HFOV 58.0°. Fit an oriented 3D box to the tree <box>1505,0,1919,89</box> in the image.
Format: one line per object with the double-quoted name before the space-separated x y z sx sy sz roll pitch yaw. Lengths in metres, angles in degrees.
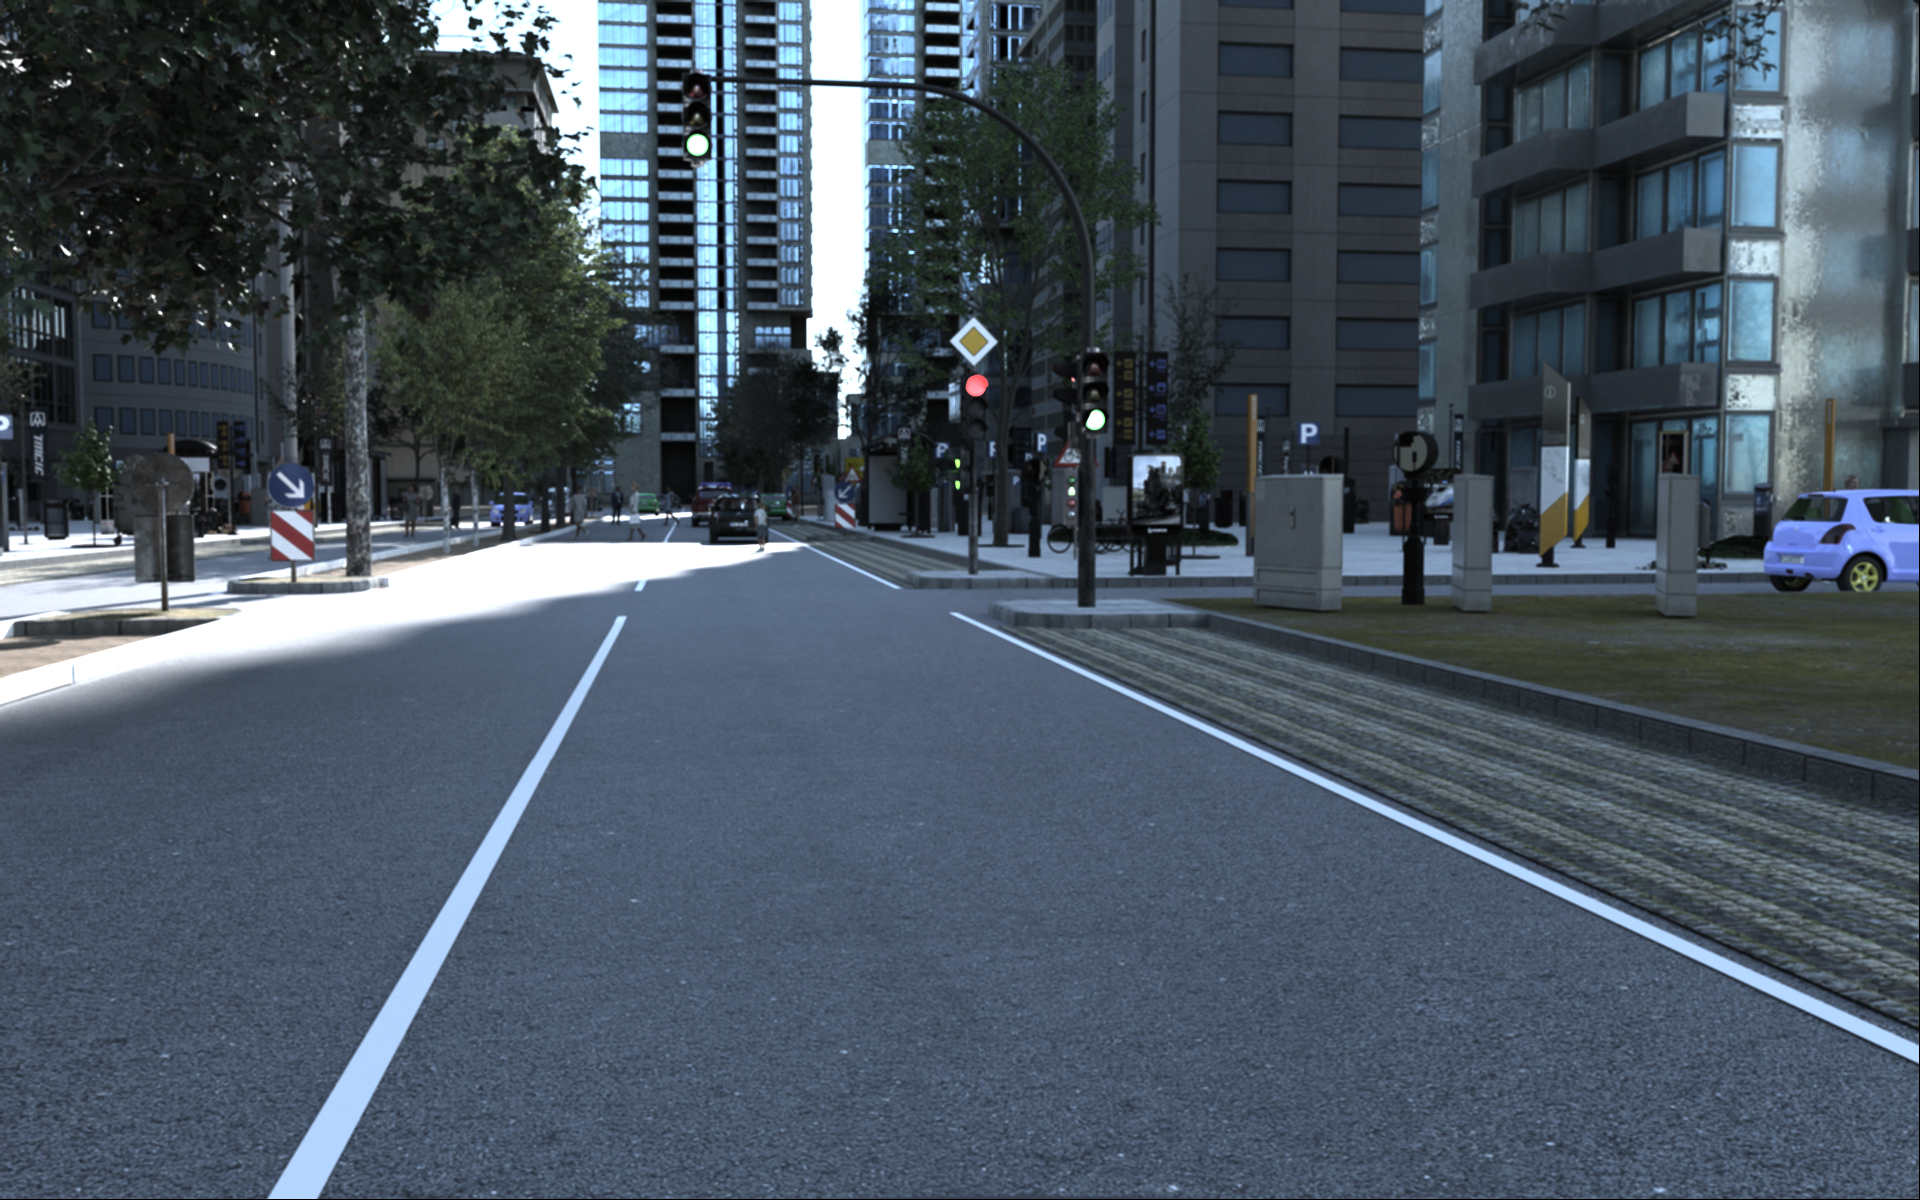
"tree" 5.609 -5.955 7.733 12.009 13.543 11.850 0 3 0

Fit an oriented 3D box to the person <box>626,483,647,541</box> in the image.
"person" -9.933 -2.705 53.076 0.624 1.780 0.694 -1 4 -8

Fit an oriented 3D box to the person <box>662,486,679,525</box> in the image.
"person" -13.335 -4.345 79.631 0.778 1.811 0.616 -1 4 -20

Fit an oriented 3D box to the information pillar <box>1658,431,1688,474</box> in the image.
"information pillar" 8.349 -0.968 20.321 0.304 2.012 0.304 2 4 25

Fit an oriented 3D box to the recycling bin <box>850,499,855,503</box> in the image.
"recycling bin" -5.983 -5.245 98.309 0.722 1.027 0.722 1 4 15

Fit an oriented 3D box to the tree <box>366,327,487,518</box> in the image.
"tree" -28.456 -9.588 91.176 7.601 10.594 8.767 0 4 -7

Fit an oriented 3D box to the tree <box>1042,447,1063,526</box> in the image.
"tree" 4.155 -4.642 70.493 1.663 3.219 1.824 0 3 0

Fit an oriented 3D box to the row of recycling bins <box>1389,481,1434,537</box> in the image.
"row of recycling bins" 14.131 -2.756 52.167 1.069 1.692 3.534 -1 4 -17

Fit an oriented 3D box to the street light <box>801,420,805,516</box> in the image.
"street light" -9.279 -7.888 101.751 0.468 5.910 1.993 -1 4 -9

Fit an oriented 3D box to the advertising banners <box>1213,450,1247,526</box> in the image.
"advertising banners" 10.595 -4.430 68.617 2.074 3.025 0.090 -1 4 -9

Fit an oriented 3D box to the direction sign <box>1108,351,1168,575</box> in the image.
"direction sign" 2.874 -2.177 27.587 0.876 3.537 0.379 -1 4 -9

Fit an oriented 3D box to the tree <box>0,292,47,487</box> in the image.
"tree" -31.558 -6.458 55.953 4.360 8.622 3.978 0 3 0

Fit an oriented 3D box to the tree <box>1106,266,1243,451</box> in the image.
"tree" 6.997 -6.445 55.736 4.360 8.622 3.978 0 3 0

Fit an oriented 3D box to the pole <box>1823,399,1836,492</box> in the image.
"pole" 18.677 -2.654 37.236 0.158 3.312 0.155 0 3 0

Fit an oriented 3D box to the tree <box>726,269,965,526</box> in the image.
"tree" -3.725 -8.261 69.474 7.601 10.594 8.767 3 4 37

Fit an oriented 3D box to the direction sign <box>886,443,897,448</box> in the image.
"direction sign" -3.117 -5.224 77.409 0.379 3.537 0.876 3 5 39

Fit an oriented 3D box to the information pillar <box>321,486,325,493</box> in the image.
"information pillar" -34.585 -6.257 93.654 0.183 3.616 0.504 2 4 28

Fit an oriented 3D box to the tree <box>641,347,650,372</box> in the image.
"tree" -17.039 -9.335 73.218 7.486 12.596 7.792 0 3 0

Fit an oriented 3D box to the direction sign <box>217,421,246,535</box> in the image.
"direction sign" -22.695 -3.793 54.013 0.876 3.537 0.379 0 3 0

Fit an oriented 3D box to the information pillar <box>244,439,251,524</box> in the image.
"information pillar" -30.210 -5.021 73.443 0.504 3.616 0.183 3 5 42

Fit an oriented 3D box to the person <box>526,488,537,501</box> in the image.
"person" -30.017 -6.856 120.584 0.705 1.826 1.348 2 4 33

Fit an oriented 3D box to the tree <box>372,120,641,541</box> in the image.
"tree" -13.958 -8.097 52.966 7.486 12.596 7.792 0 3 0

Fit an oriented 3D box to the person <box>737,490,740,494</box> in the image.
"person" -21.931 -10.008 172.231 0.705 1.812 1.348 3 5 42

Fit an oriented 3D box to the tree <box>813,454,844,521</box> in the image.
"tree" -6.292 -5.452 83.743 1.663 3.219 1.824 0 3 0

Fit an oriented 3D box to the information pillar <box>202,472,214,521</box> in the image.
"information pillar" -24.708 -3.202 56.851 0.304 2.012 0.304 2 4 26

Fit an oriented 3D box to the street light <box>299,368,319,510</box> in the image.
"street light" -23.943 -5.570 63.856 0.468 5.910 1.993 -1 4 -9

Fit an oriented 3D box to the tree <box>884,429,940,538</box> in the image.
"tree" -1.176 -3.472 51.375 1.663 3.219 1.824 0 3 0

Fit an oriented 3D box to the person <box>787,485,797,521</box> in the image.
"person" -7.857 -4.492 81.722 0.659 1.850 0.755 -3 4 -37

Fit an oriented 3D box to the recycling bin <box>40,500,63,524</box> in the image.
"recycling bin" -39.046 -3.785 74.434 0.722 1.027 0.722 -3 5 -44

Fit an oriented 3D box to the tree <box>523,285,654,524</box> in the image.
"tree" -18.502 -9.472 83.087 9.928 11.665 9.643 0 3 0

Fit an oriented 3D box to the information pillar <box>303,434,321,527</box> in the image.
"information pillar" -25.277 -4.648 67.352 0.504 3.616 0.183 1 4 13

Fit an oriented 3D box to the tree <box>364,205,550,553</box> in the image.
"tree" -12.267 -5.403 41.163 4.737 8.622 4.395 0 3 0

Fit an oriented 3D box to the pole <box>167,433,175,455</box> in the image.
"pole" -26.389 -3.925 58.016 0.158 3.312 0.155 0 3 0

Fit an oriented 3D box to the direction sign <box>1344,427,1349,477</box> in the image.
"direction sign" 13.188 -4.108 59.165 0.379 3.537 0.876 1 4 20

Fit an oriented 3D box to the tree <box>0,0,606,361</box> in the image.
"tree" -7.560 -5.677 12.279 9.611 12.733 9.660 0 3 0

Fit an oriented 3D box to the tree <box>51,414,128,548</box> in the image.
"tree" -20.902 -2.897 41.968 1.663 3.219 1.824 0 3 0

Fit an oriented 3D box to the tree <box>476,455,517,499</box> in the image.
"tree" -36.387 -9.330 136.260 4.285 4.588 4.351 0 3 0

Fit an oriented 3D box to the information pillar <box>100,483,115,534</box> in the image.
"information pillar" -27.264 -3.112 55.378 0.304 2.012 0.304 1 4 19

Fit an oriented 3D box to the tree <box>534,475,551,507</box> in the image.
"tree" -42.076 -11.015 174.697 1.663 3.219 1.824 0 3 0

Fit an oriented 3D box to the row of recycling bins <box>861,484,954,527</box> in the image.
"row of recycling bins" -2.170 -3.768 68.714 3.534 1.692 1.069 -1 4 -8

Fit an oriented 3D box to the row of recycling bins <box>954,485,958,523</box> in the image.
"row of recycling bins" -0.462 -4.285 77.171 1.069 1.692 3.534 -2 4 -26

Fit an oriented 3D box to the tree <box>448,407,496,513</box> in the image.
"tree" -33.475 -10.324 119.159 4.360 8.622 3.978 0 3 0

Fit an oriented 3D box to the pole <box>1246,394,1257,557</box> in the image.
"pole" 5.980 -2.549 35.511 0.158 3.312 0.155 0 3 0

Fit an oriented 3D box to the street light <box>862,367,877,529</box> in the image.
"street light" -3.316 -5.531 63.228 0.468 5.910 1.993 -1 4 -9

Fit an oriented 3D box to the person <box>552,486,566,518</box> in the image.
"person" -18.358 -4.318 79.206 0.635 1.810 0.391 -3 4 -38

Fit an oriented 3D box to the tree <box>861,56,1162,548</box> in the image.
"tree" 1.088 -7.086 41.613 9.928 11.665 9.643 0 3 0

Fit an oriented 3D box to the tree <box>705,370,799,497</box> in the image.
"tree" -20.426 -16.350 173.977 9.857 13.997 8.962 0 3 0

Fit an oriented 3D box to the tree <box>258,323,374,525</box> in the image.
"tree" -26.674 -7.462 72.365 4.360 8.622 3.978 0 3 0

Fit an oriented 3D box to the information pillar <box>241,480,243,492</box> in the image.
"information pillar" -37.515 -5.278 90.789 0.304 2.012 0.304 -2 4 -24

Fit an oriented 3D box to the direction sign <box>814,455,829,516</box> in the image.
"direction sign" -8.108 -6.694 101.441 0.876 3.537 0.379 -1 4 -18

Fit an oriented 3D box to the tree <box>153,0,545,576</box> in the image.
"tree" -11.808 -10.513 30.241 12.611 20.169 13.585 0 3 0

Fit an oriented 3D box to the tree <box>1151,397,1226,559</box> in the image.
"tree" 4.733 -2.454 34.727 1.663 3.219 1.824 0 3 0

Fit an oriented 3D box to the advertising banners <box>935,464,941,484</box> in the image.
"advertising banners" -0.754 -6.386 100.605 0.090 3.025 2.074 3 5 44

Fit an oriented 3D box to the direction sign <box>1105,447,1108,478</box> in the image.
"direction sign" 7.264 -5.604 83.619 0.379 3.537 0.876 3 5 44

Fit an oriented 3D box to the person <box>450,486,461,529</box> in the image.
"person" -20.535 -3.759 70.383 0.534 1.772 0.576 -2 4 -27
